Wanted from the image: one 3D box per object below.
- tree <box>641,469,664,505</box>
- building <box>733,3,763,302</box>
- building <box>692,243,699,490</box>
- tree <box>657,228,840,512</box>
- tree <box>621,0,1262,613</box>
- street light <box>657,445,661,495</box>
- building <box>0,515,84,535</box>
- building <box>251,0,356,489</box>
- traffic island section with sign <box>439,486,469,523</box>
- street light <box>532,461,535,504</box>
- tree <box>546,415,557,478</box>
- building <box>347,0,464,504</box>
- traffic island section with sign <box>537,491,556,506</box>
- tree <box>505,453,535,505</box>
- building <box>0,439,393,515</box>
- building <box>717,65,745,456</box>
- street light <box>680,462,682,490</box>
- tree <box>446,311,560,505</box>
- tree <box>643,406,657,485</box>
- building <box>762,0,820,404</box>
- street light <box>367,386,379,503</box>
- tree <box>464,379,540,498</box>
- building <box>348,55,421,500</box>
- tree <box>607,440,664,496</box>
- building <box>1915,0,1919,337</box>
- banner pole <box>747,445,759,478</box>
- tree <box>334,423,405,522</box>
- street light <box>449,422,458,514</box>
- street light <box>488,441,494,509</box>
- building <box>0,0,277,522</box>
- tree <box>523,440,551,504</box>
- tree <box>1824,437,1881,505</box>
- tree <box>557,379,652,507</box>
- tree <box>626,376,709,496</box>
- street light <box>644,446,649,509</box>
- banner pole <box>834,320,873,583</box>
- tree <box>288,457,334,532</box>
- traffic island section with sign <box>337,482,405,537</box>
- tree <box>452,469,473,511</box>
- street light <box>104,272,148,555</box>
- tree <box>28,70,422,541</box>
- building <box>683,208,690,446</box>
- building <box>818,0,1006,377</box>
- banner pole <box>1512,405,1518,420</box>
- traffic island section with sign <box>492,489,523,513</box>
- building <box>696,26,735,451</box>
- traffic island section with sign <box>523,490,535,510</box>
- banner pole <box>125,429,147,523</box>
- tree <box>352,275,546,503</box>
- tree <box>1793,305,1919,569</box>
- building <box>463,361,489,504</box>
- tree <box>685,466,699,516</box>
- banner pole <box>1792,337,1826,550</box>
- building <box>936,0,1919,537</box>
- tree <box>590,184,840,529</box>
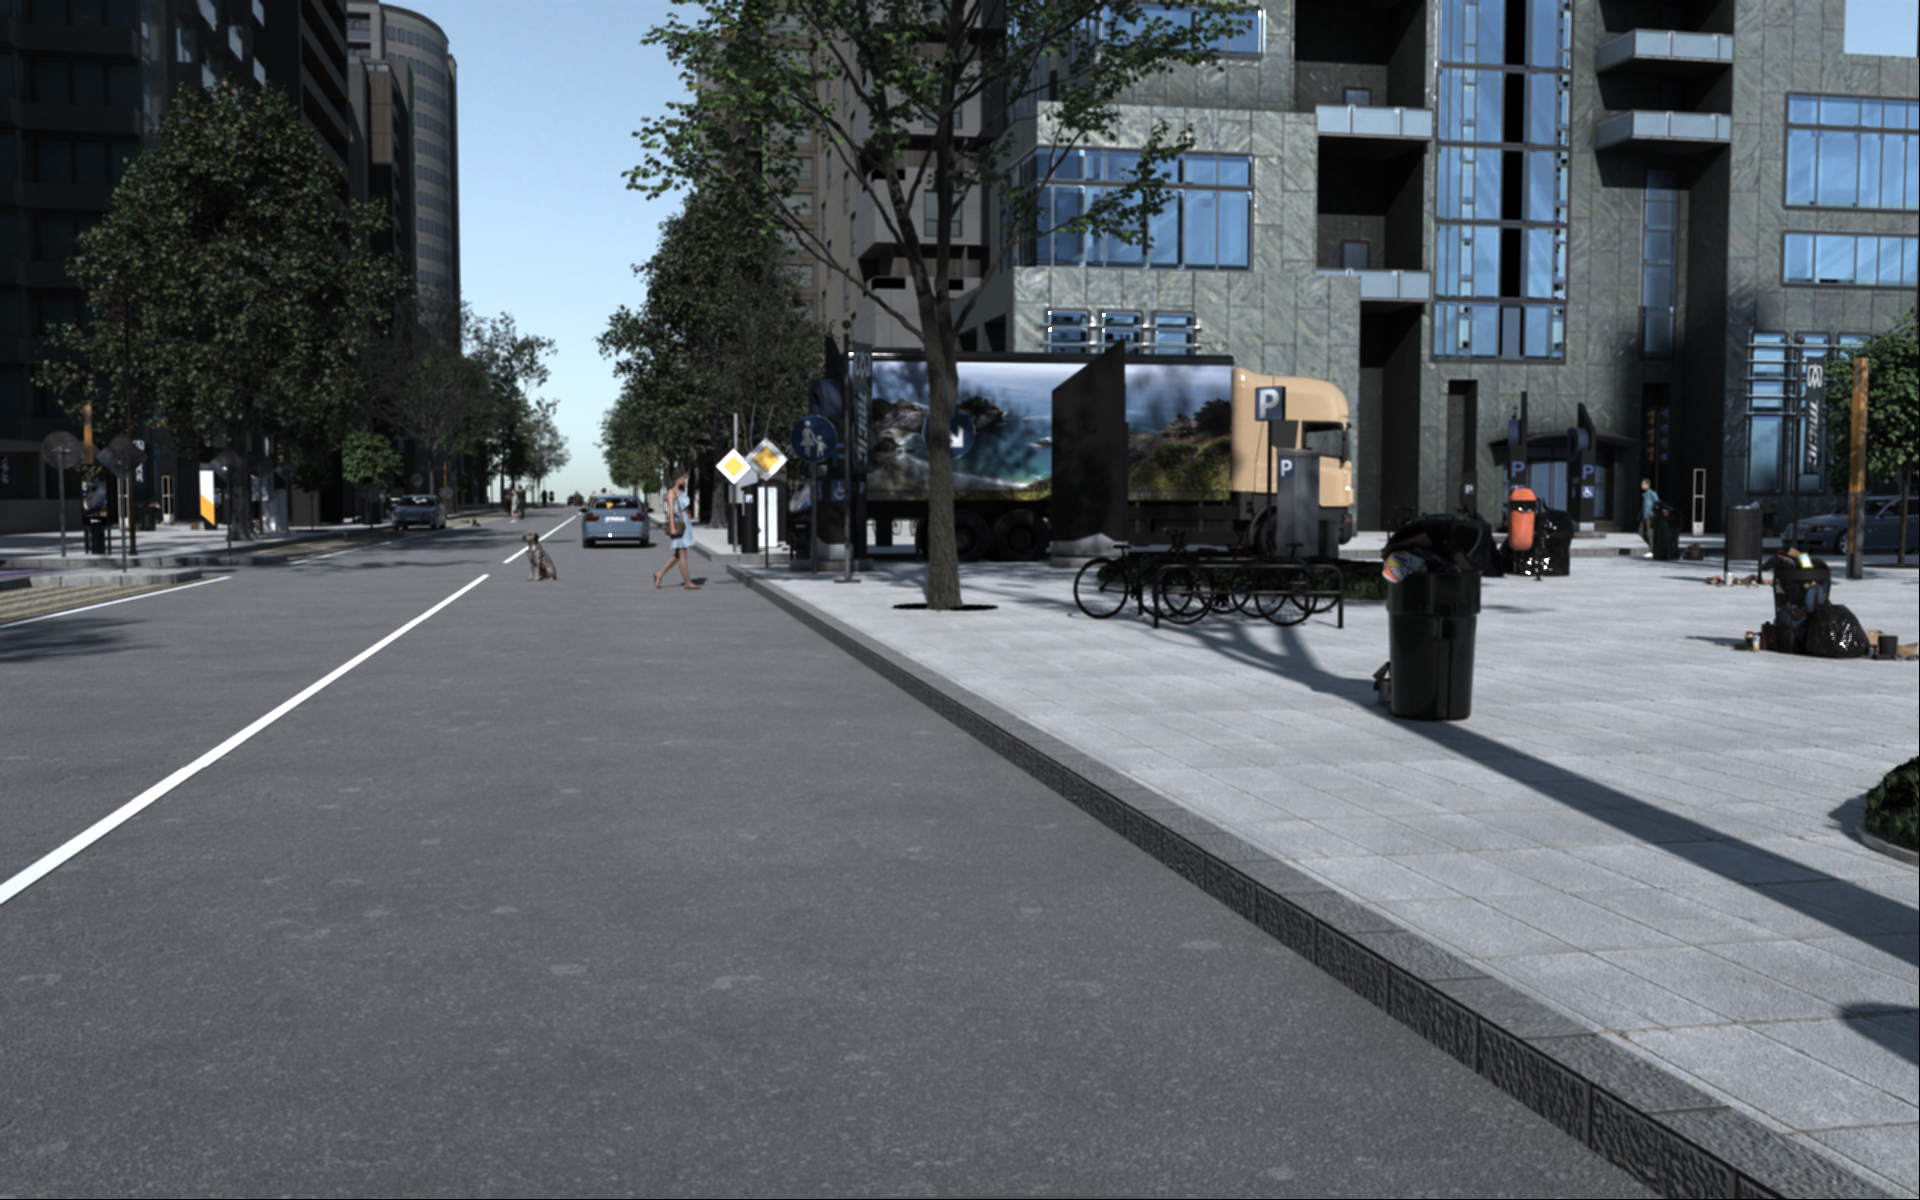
[{"bbox_3d":[-23.307,-8.366,131.383,1.663,3.219,1.824,0,3,0],"label":"tree"},{"bbox_3d":[-8.489,-30.494,153.207,22.147,44.769,28.867,-1,4,-11],"label":"building"},{"bbox_3d":[-31.785,-34.527,248.117,14.154,41.232,14.086,-1,4,-11],"label":"building"},{"bbox_3d":[-5.436,-5.955,47.734,4.360,8.622,3.978,0,3,0],"label":"tree"},{"bbox_3d":[-0.265,-5.711,19.124,9.928,11.665,9.643,0,3,0],"label":"tree"},{"bbox_3d":[-19.772,-8.602,113.433,0.468,5.910,1.993,-1,4,-11],"label":"street light"},{"bbox_3d":[-46.470,-22.135,53.784,32.217,40.220,23.993,-1,4,-11],"label":"building"},{"bbox_3d":[-53.280,-30.067,115.302,21.300,48.544,21.600,-1,4,-11],"label":"building"},{"bbox_3d":[-25.153,-4.668,84.944,1.989,1.847,2.006,-1,4,-11],"label":"traffic island section with sign"},{"bbox_3d":[-56.336,-15.661,228.841,0.468,5.910,1.993,-1,4,-11],"label":"street light"},{"bbox_3d":[-62.256,-21.126,255.771,12.009,13.543,11.850,0,3,0],"label":"tree"},{"bbox_3d":[-72.171,-40.750,208.269,21.231,58.520,28.212,-1,4,-11],"label":"building"},{"bbox_3d":[-51.467,-12.616,214.906,1.989,1.847,2.006,-1,4,-11],"label":"traffic island section with sign"},{"bbox_3d":[-54.298,-16.049,212.763,4.737,8.622,4.395,0,3,0],"label":"tree"},{"bbox_3d":[-62.652,-27.217,136.879,32.217,40.220,23.993,-1,4,-11],"label":"building"},{"bbox_3d":[-16.819,-32.008,173.438,14.600,45.320,14.200,-1,4,-11],"label":"building"},{"bbox_3d":[-12.072,-6.237,74.767,0.468,5.910,1.993,-1,4,-11],"label":"street light"},{"bbox_3d":[-48.280,-19.974,182.469,12.611,20.169,13.585,0,3,0],"label":"tree"},{"bbox_3d":[-13.141,-8.088,82.600,4.360,8.622,3.978,0,3,0],"label":"tree"},{"bbox_3d":[-7.996,-27.360,130.925,14.154,41.232,14.086,-1,4,-11],"label":"building"},{"bbox_3d":[-24.741,-6.128,72.983,0.468,5.910,1.993,-1,4,-11],"label":"street light"},{"bbox_3d":[-44.559,-15.398,169.883,7.486,12.596,7.792,0,3,0],"label":"tree"},{"bbox_3d":[-57.341,-28.976,157.356,14.154,41.232,14.086,-1,4,-11],"label":"building"},{"bbox_3d":[-41.261,-18.614,222.470,7.486,12.596,7.792,0,3,0],"label":"tree"},{"bbox_3d":[45.603,-23.172,62.449,14.086,41.232,14.154,-1,4,-11],"label":"building"},{"bbox_3d":[-9.383,-5.395,78.227,0.863,3.779,0.401,2,4,24],"label":"banner pole"},{"bbox_3d":[-27.081,-5.830,79.038,4.285,4.588,4.351,0,3,0],"label":"tree"},{"bbox_3d":[-32.556,-8.481,111.451,0.468,5.910,1.993,-1,4,-11],"label":"street light"},{"bbox_3d":[-40.022,-10.714,147.956,0.468,5.910,1.993,-1,4,-11],"label":"street light"},{"bbox_3d":[-49.072,-28.715,89.096,23.786,49.044,30.456,-1,4,-11],"label":"building"},{"bbox_3d":[-60.122,-18.121,246.644,4.360,8.622,3.978,0,3,0],"label":"tree"},{"bbox_3d":[24.976,-3.318,48.846,1.663,3.219,1.824,0,3,0],"label":"tree"},{"bbox_3d":[-32.363,-16.335,177.453,12.009,13.543,11.850,0,3,0],"label":"tree"},{"bbox_3d":[-15.087,-8.649,91.771,4.737,8.622,4.395,0,3,0],"label":"tree"},{"bbox_3d":[-27.142,-10.836,149.957,0.468,5.910,1.993,-1,4,-11],"label":"street light"},{"bbox_3d":[-1.506,-2.153,25.217,0.401,3.779,0.863,2,4,33],"label":"banner pole"},{"bbox_3d":[-21.955,-3.894,58.268,1.663,3.219,1.824,0,3,0],"label":"tree"},{"bbox_3d":[-19.660,-3.011,57.865,1.989,1.847,2.006,-1,4,-11],"label":"traffic island section with sign"},{"bbox_3d":[-38.517,-8.529,134.046,1.663,3.219,1.824,0,3,0],"label":"tree"},{"bbox_3d":[-17.368,-3.879,36.205,0.468,5.910,1.993,-1,4,-11],"label":"street light"},{"bbox_3d":[-19.660,-7.954,47.057,9.611,12.733,9.660,0,3,0],"label":"tree"},{"bbox_3d":[-34.665,-37.484,262.967,14.600,45.320,14.200,-1,4,-11],"label":"building"},{"bbox_3d":[6.767,-31.179,99.010,28.713,52.752,27.495,-1,4,-11],"label":"building"},{"bbox_3d":[15.541,-3.588,48.673,0.401,3.779,0.863,2,4,26],"label":"banner pole"},{"bbox_3d":[-34.951,-7.629,133.366,1.989,1.847,2.006,-1,4,-11],"label":"traffic island section with sign"},{"bbox_3d":[-23.714,-41.915,227.310,21.231,58.520,28.212,-1,4,-11],"label":"building"},{"bbox_3d":[-40.305,-9.247,159.809,1.989,1.847,2.006,-1,4,-11],"label":"traffic island section with sign"},{"bbox_3d":[-31.924,-4.710,67.023,0.863,3.779,0.401,-2,4,-27],"label":"banner pole"},{"bbox_3d":[-29.805,-11.440,97.417,12.009,13.543,11.850,0,3,0],"label":"tree"},{"bbox_3d":[16.497,-2.855,30.390,4.285,4.588,4.351,0,3,0],"label":"tree"},{"bbox_3d":[-80.031,-24.000,237.439,27.650,21.520,28.899,-1,4,-11],"label":"building"},{"bbox_3d":[-16.216,-6.683,103.860,1.663,3.219,1.824,0,3,0],"label":"tree"},{"bbox_3d":[13.566,-2.308,27.756,0.863,3.779,0.401,-2,4,-29],"label":"banner pole"},{"bbox_3d":[14.502,-45.755,60.774,31.000,86.520,22.319,-1,4,-11],"label":"building"},{"bbox_3d":[-8.865,-8.994,64.062,9.611,12.733,9.660,0,3,0],"label":"tree"}]
